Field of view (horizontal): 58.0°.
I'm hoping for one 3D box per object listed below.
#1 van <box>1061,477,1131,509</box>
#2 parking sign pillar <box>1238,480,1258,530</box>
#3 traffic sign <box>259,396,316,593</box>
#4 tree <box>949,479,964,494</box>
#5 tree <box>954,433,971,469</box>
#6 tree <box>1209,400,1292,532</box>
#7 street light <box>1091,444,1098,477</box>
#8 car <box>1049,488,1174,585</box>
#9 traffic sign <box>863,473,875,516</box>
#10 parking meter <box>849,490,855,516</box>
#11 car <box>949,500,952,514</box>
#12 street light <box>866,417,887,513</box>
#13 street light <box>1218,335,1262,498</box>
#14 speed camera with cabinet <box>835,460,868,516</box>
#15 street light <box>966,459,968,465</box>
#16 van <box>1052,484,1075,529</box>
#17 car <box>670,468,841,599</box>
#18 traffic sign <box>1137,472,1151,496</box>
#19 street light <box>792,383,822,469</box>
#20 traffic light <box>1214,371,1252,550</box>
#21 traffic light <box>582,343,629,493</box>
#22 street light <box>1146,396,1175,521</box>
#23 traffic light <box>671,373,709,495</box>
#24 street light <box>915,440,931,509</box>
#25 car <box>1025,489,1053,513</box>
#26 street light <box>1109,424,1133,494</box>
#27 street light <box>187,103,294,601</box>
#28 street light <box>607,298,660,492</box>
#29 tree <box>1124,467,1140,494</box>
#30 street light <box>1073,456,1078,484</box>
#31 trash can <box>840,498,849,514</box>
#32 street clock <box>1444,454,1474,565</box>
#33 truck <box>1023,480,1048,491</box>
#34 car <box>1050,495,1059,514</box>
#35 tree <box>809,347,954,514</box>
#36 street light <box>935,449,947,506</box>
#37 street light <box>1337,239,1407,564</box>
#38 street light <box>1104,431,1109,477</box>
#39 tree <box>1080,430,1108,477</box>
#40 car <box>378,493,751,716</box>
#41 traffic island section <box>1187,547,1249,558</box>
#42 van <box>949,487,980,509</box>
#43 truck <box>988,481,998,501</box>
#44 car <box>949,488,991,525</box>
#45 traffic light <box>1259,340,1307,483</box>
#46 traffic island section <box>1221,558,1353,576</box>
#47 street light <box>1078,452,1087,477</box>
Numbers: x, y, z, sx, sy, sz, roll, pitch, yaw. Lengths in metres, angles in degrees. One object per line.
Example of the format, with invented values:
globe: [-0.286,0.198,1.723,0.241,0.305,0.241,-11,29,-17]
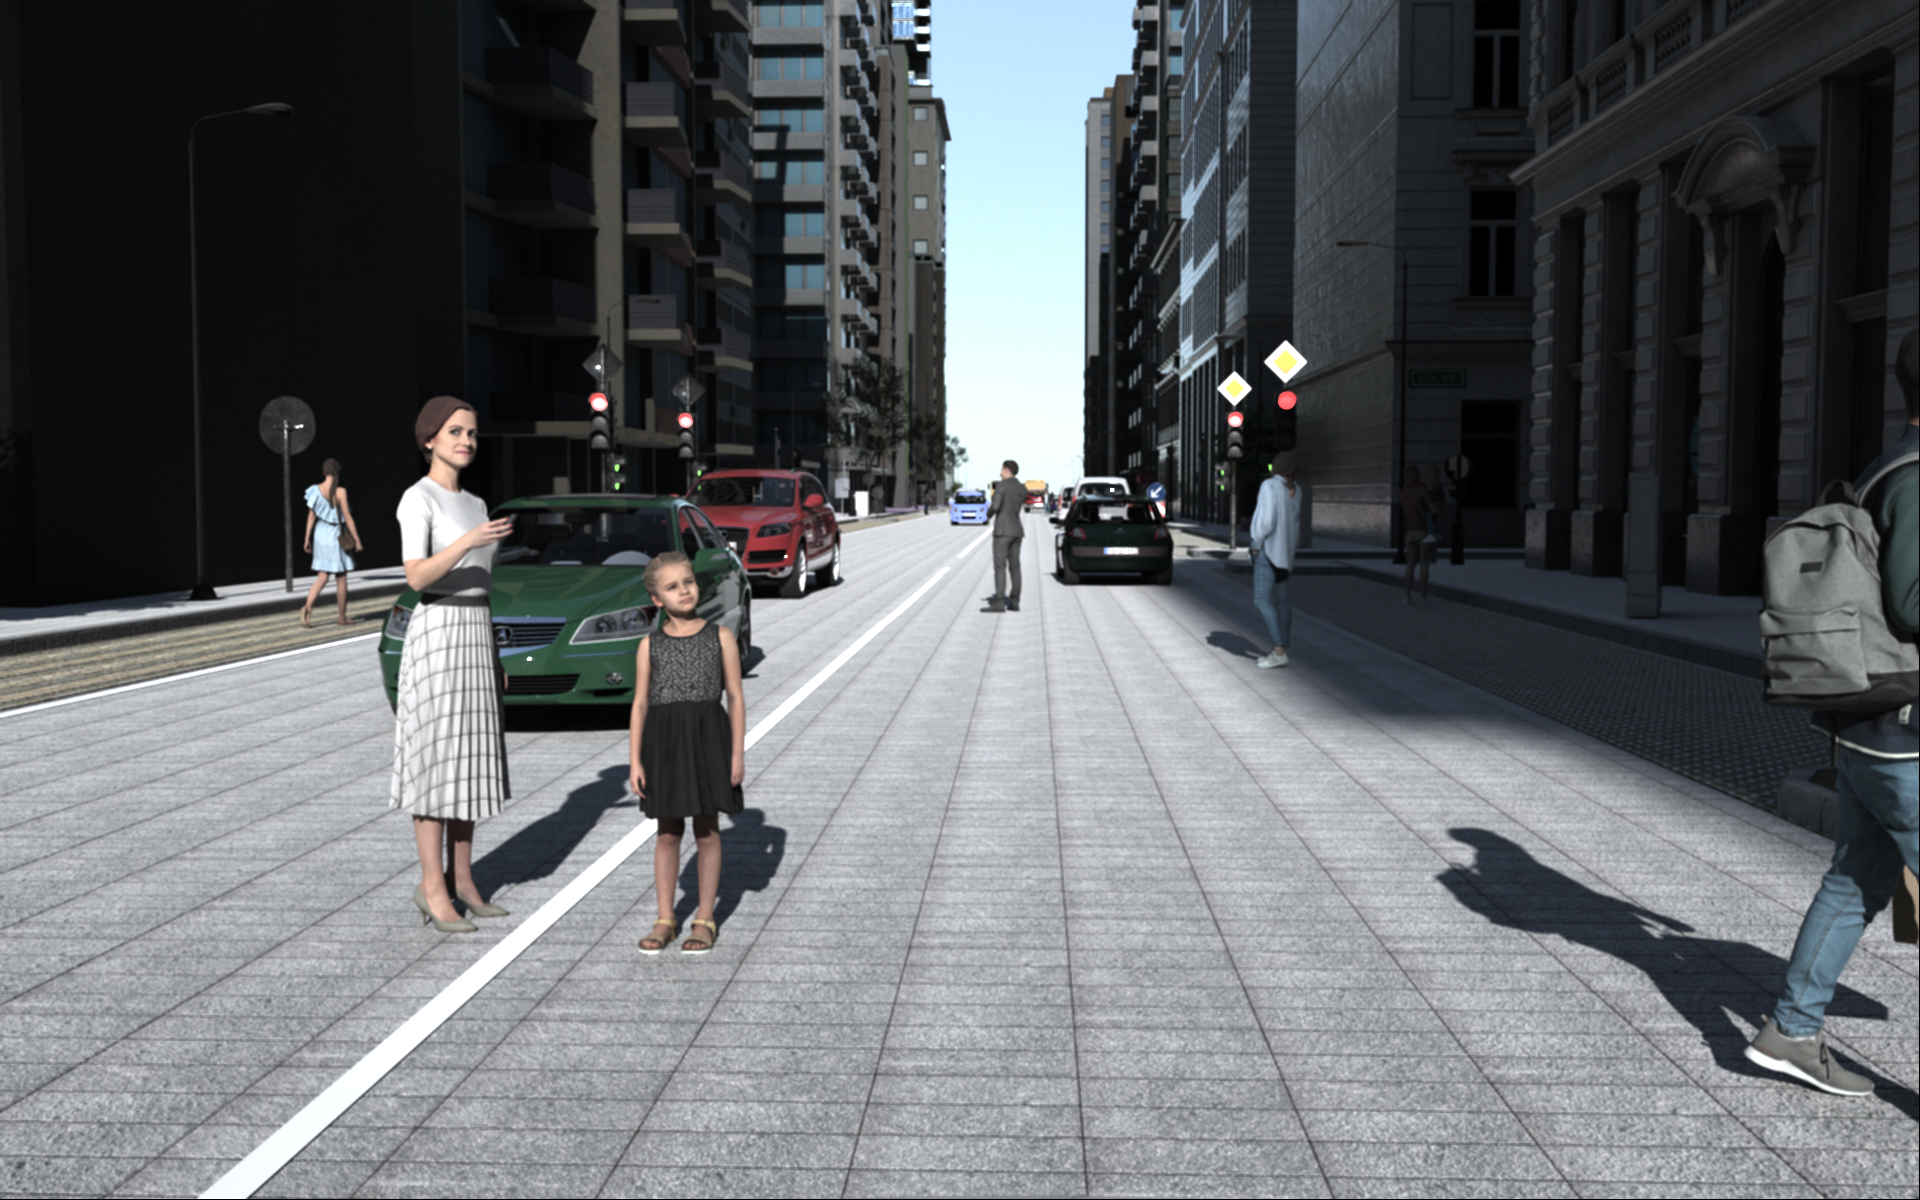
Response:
van: [3.560,-2.245,43.716,2.013,2.044,4.112,0,4,4]
parking sign pillar: [10.826,-4.544,62.765,1.447,3.967,1.447,-2,4,-27]
traffic sign: [-8.743,-1.370,22.507,0.768,2.556,0.104,0,4,6]
tree: [-0.494,-14.121,225.480,1.663,3.219,1.824,0,3,0]
tree: [-3.028,-15.605,189.559,8.767,10.594,7.601,-1,4,-9]
tree: [10.293,-4.611,59.097,4.285,4.588,4.351,0,3,0]
street light: [12.818,-11.454,159.820,1.470,5.913,1.316,0,4,2]
car: [2.496,-1.148,28.563,2.009,1.686,4.222,0,4,1]
traffic sign: [-5.404,-6.290,102.946,0.768,2.556,0.104,1,4,10]
parking meter: [-6.213,-5.576,99.579,0.372,1.533,0.369,0,3,0]
car: [0.237,-6.899,125.164,2.083,1.381,4.827,0,4,2]
street light: [-5.093,-8.060,104.324,1.470,5.913,1.316,0,4,2]
street light: [8.232,-4.780,50.701,1.470,5.913,1.316,0,4,2]
speed camera with cabinet: [-6.365,-6.573,101.811,2.038,3.252,0.660,-3,5,-41]
street light: [0.279,-15.820,231.203,1.470,5.913,1.316,0,4,2]
van: [4.885,-4.020,72.743,2.013,2.044,4.112,0,4,3]
car: [-3.029,-1.025,25.426,2.281,1.827,5.304,0,4,4]
traffic sign: [10.388,-5.976,97.808,0.768,2.556,0.104,0,4,7]
street light: [-6.458,-6.126,72.698,1.470,5.913,1.316,0,4,2]
traffic light: [6.260,-3.109,39.749,0.839,4.253,0.868,0,4,2]
traffic light: [-6.624,-2.652,32.276,0.839,4.253,0.868,0,4,2]
street light: [9.538,-6.727,82.534,1.470,5.913,1.316,0,4,2]
traffic light: [-6.291,-3.140,40.254,0.839,4.253,0.868,0,4,2]
street light: [-3.197,-10.789,148.940,1.470,5.913,1.316,0,4,2]
car: [6.113,-7.739,135.208,2.281,1.827,5.304,0,4,4]
street light: [10.795,-8.657,114.084,1.470,5.913,1.316,0,4,2]
street light: [-8.627,-2.951,20.784,1.470,5.913,1.316,0,4,2]
street light: [-7.779,-4.194,41.107,1.470,5.913,1.316,0,4,2]
tree: [12.075,-7.782,121.832,1.663,3.219,1.824,0,3,0]
street light: [14.848,-14.580,210.923,1.470,5.913,1.316,0,4,2]
trash can: [-7.569,-6.215,113.262,0.748,1.137,0.748,0,3,0]
street clock: [9.029,-1.640,31.386,0.471,2.002,0.358,3,4,36]
truck: [10.215,-14.647,235.401,3.469,3.379,9.791,0,4,3]
car: [7.435,-6.991,126.876,1.945,1.354,3.894,0,4,4]
tree: [-5.990,-10.774,110.566,8.767,10.594,7.601,1,4,21]
street light: [-2.004,-12.712,180.382,1.470,5.913,1.316,0,4,2]
street light: [7.563,-3.618,31.690,1.470,5.913,1.316,0,4,2]
street light: [11.336,-9.500,127.866,1.470,5.913,1.316,0,4,2]
tree: [15.890,-15.231,199.385,4.360,8.622,3.978,0,3,0]
car: [-2.609,-0.033,12.341,2.131,1.459,4.920,0,4,1]
traffic island section: [6.300,-1.075,39.861,2.009,0.180,2.903,0,4,2]
van: [0.405,-5.839,102.473,2.013,2.044,4.112,0,4,4]
truck: [5.945,-15.794,254.149,3.469,3.379,9.791,0,4,3]
car: [0.482,-4.323,80.267,1.945,1.707,3.694,0,4,3]
traffic light: [5.928,-2.621,31.771,0.839,4.253,0.868,0,4,2]
traffic island section: [5.967,-0.587,31.883,2.009,0.180,2.903,0,4,2]
street light: [14.111,-13.377,191.257,1.470,5.913,1.316,0,4,2]
